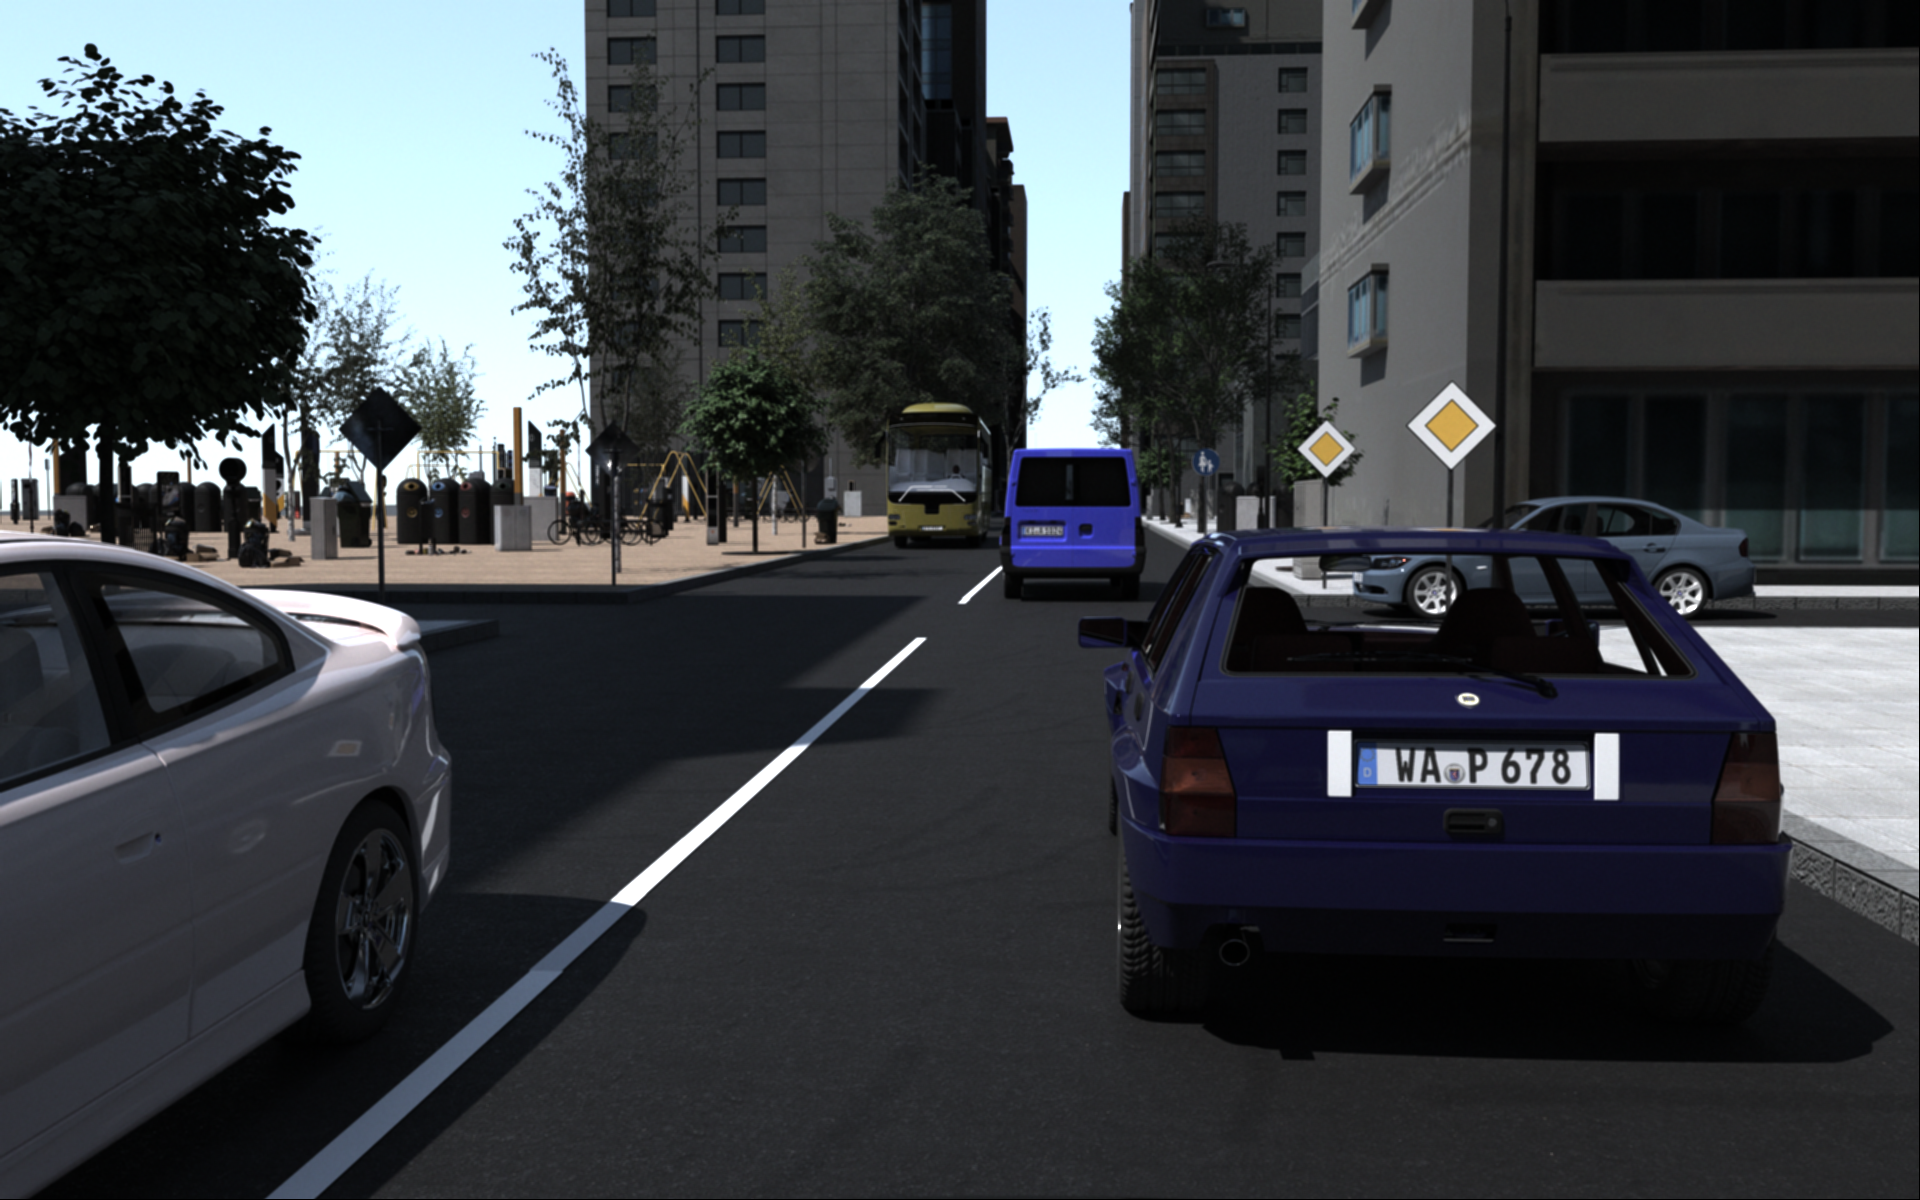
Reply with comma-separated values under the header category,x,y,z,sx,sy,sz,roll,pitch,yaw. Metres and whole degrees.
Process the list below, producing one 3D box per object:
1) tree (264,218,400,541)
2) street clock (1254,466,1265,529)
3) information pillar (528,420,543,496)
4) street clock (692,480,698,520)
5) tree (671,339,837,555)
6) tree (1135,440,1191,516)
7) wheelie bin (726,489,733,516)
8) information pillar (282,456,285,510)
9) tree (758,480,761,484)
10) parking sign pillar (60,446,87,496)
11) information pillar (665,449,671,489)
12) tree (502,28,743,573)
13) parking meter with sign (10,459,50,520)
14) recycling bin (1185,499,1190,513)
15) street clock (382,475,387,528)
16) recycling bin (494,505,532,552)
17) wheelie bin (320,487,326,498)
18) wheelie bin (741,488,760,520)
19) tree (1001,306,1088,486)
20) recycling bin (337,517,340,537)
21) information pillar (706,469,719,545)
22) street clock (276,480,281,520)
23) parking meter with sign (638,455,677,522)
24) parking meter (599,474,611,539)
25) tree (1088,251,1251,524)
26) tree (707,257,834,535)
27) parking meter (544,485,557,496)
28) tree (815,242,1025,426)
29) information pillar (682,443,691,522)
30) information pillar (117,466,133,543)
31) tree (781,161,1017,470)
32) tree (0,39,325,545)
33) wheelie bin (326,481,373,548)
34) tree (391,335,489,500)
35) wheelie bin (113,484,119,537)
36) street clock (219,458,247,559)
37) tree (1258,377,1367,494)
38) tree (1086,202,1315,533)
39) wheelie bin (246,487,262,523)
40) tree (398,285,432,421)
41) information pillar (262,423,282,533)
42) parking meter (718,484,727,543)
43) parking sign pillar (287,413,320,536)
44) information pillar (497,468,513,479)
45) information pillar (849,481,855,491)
category,x,y,z,sx,sy,sz,roll,pitch,yaw
tree,-17.924,-5.901,46.850,4.360,8.622,3.978,0,3,0
street clock,7.670,-2.419,44.117,0.358,2.002,0.471,0,4,8
information pillar,-13.464,-3.885,54.880,0.504,3.616,0.183,2,4,25
street clock,-13.306,-5.043,87.028,0.358,2.002,0.471,-1,4,-13
tree,-4.460,-3.258,36.983,4.285,4.588,4.351,0,3,0
tree,12.035,-7.303,103.125,4.285,4.588,4.351,0,3,0
wheelie bin,-13.218,-5.617,99.739,0.980,1.594,0.693,-3,5,-39
information pillar,-35.904,-6.115,91.340,0.504,3.616,0.183,0,4,-4
tree,-11.192,-8.558,90.290,4.360,8.622,3.978,0,3,0
parking sign pillar,-43.319,-5.870,84.443,1.447,3.967,1.447,3,4,38
information pillar,-14.341,-5.733,85.081,0.183,3.616,0.504,1,4,12
tree,-5.606,-4.757,28.147,4.360,8.622,3.978,0,3,0
parking meter with sign,-45.808,-5.446,85.298,1.738,3.016,0.543,-1,4,-14
recycling bin,12.721,-4.999,94.286,0.722,1.027,0.722,2,4,30
street clock,-21.873,-3.730,65.561,0.358,2.002,0.471,0,3,0
recycling bin,-10.076,-1.620,39.036,0.722,1.027,0.722,-2,4,-24
wheelie bin,-26.385,-3.947,72.444,0.980,1.594,0.693,3,4,36
wheelie bin,-10.525,-4.835,86.959,0.980,1.594,0.693,-1,4,-10
tree,6.209,-19.451,173.914,12.611,20.169,13.585,0,3,0
recycling bin,-18.227,-2.397,51.745,0.722,1.027,0.722,-1,4,-19
information pillar,-6.236,-2.391,43.585,0.304,2.012,0.304,-1,4,-11
street clock,-34.474,-5.061,87.310,0.471,2.002,0.358,-2,4,-35
parking meter with sign,-13.654,-5.014,78.233,1.738,3.016,0.543,-1,4,-10
parking meter,-10.145,-2.691,49.715,0.255,1.863,0.399,2,4,32
tree,9.122,-9.124,74.932,9.928,11.665,9.643,0,3,0
tree,-5.864,-6.353,54.230,4.737,8.622,4.395,0,3,0
parking meter,-11.622,-2.494,49.186,0.372,1.533,0.369,0,3,0
tree,-1.837,-10.446,81.158,12.009,13.543,11.850,0,3,0
information pillar,-12.495,-5.358,78.959,0.183,3.616,0.504,-3,5,-42
information pillar,-21.704,-2.480,45.033,0.304,2.012,0.304,-2,4,-35
tree,-2.222,-9.886,68.286,9.857,13.997,8.962,0,3,0
tree,-6.250,-1.778,12.780,4.285,4.588,4.351,0,3,0
wheelie bin,-14.563,-2.057,41.545,0.693,1.594,0.980,1,4,9
tree,-23.528,-7.895,79.441,4.737,8.622,4.395,0,3,0
wheelie bin,-25.281,-2.688,51.852,0.980,1.594,0.693,2,4,31
street clock,-14.467,-1.831,34.502,0.471,2.002,0.358,1,4,12
tree,5.796,-2.090,28.770,1.663,3.219,1.824,0,3,0
tree,7.710,-7.468,56.515,8.767,10.594,7.601,3,5,41
wheelie bin,-30.172,-4.016,73.566,0.693,1.594,0.980,3,5,42
tree,-19.728,-6.535,57.210,4.360,8.622,3.978,0,3,0
information pillar,-22.692,-4.011,56.932,0.183,3.616,0.504,2,4,29
parking meter,-6.349,-2.281,45.699,0.372,1.533,0.369,0,3,0
parking sign pillar,-20.216,-4.003,53.915,1.447,3.967,1.447,-1,4,-16
information pillar,-12.946,-2.742,49.321,0.304,2.012,0.304,2,4,31
information pillar,-6.027,-5.634,96.609,0.304,2.012,0.304,1,4,13
